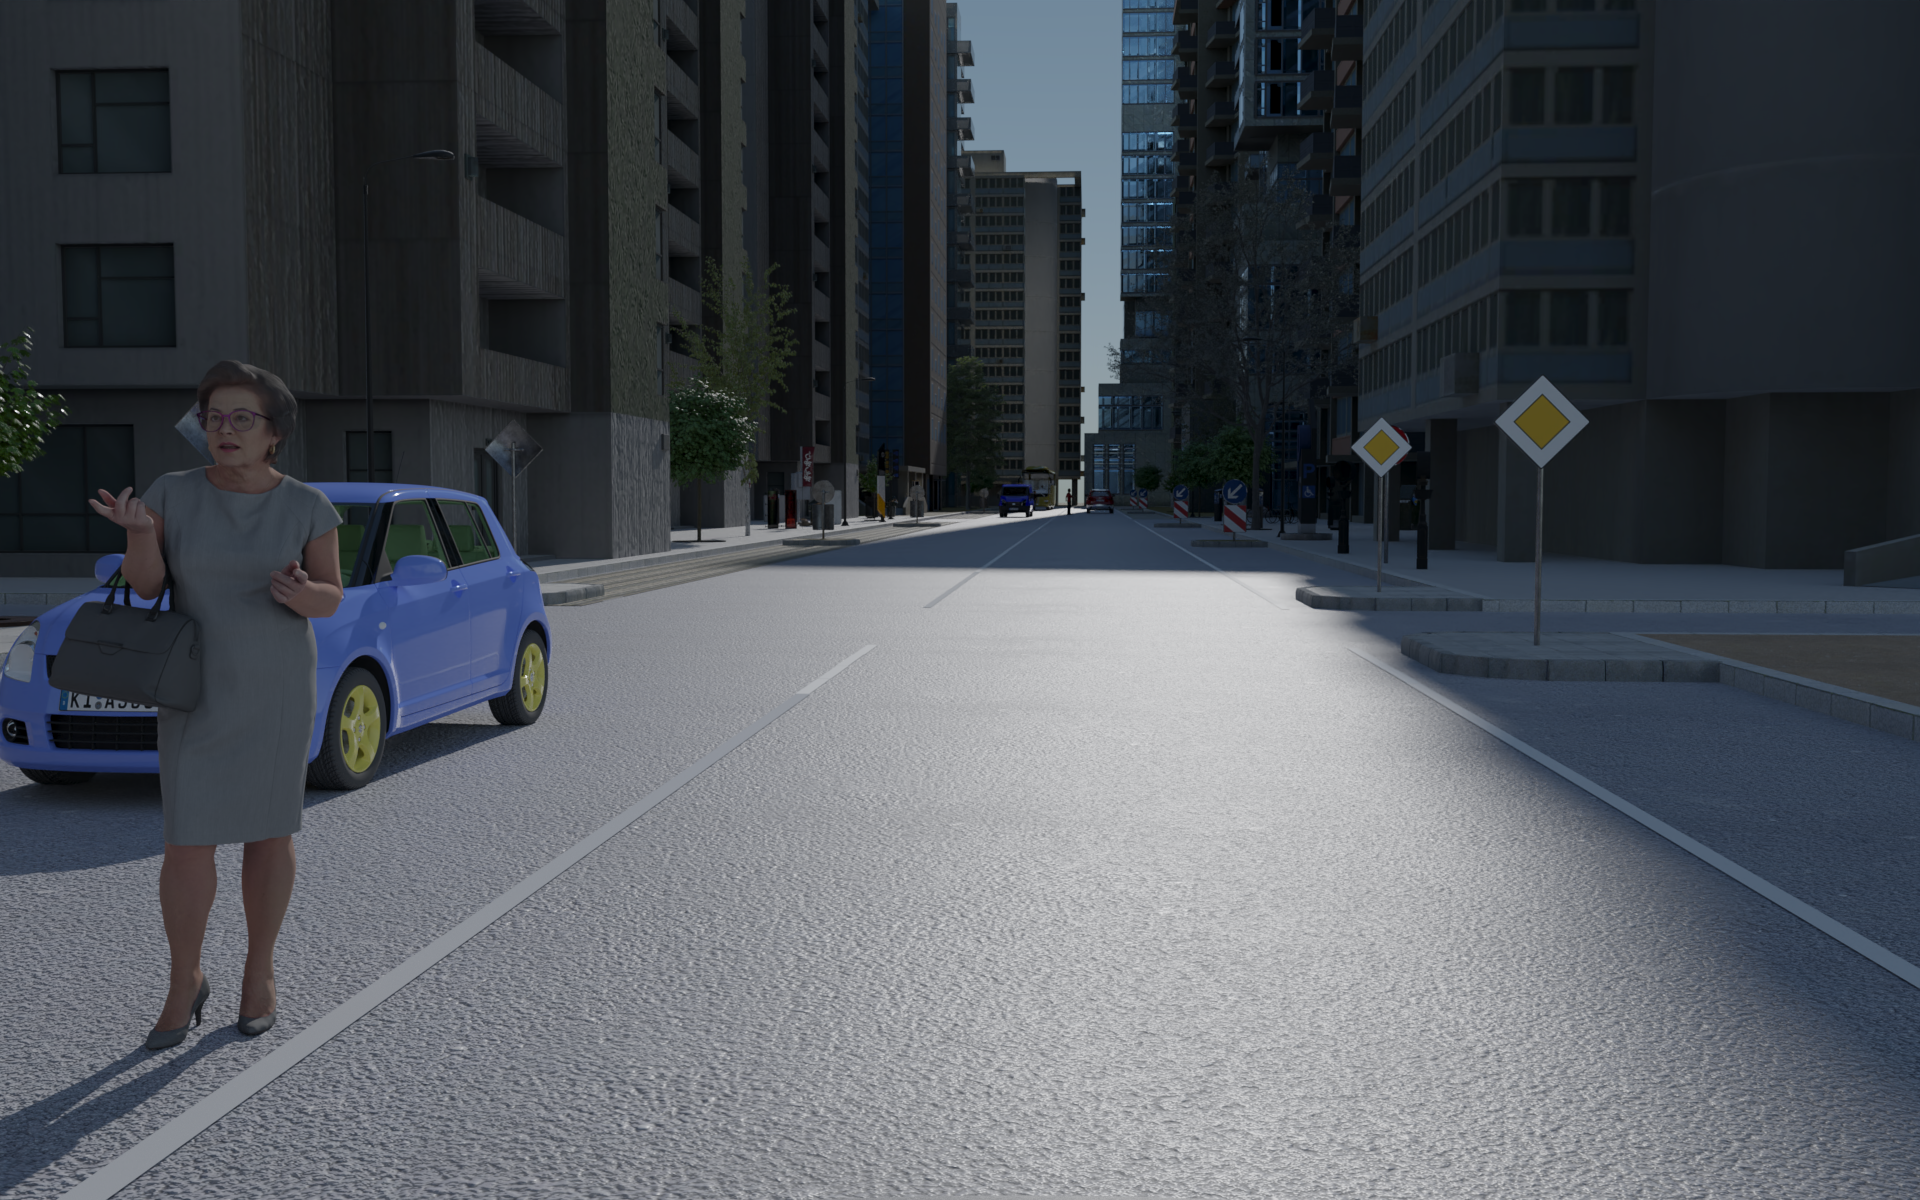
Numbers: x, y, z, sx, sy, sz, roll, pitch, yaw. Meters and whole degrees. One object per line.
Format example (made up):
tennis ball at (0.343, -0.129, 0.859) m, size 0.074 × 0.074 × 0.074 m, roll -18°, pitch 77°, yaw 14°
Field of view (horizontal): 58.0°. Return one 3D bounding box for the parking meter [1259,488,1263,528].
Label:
parking meter at (11.173, -3.457, 64.926) m, size 0.372 × 1.533 × 0.369 m, roll 0°, pitch 3°, yaw 0°

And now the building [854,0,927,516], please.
building at (-18.815, -25.652, 111.293) m, size 32.217 × 40.220 × 23.993 m, roll 0°, pitch 4°, yaw 4°

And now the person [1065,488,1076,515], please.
person at (7.502, -6.732, 118.502) m, size 0.705 × 1.831 × 1.348 m, roll -2°, pitch 4°, yaw -24°

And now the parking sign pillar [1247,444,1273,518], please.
parking sign pillar at (16.305, -6.466, 94.193) m, size 1.447 × 3.967 × 1.447 m, roll 2°, pitch 4°, yaw 24°

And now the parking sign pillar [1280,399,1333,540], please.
parking sign pillar at (9.719, -3.670, 48.470) m, size 1.447 × 3.967 × 1.447 m, roll 0°, pitch 4°, yaw 7°

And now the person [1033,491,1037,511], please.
person at (6.425, -8.403, 146.709) m, size 0.721 × 1.723 × 1.217 m, roll 0°, pitch 4°, yaw 7°

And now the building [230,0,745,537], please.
building at (-16.033, -17.805, 62.812) m, size 14.160 × 30.474 × 14.107 m, roll 0°, pitch 4°, yaw 4°

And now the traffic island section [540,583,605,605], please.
traffic island section at (-6.059, -0.075, 23.511) m, size 2.009 × 0.180 × 2.903 m, roll 0°, pitch 4°, yaw 4°

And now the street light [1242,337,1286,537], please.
street light at (9.033, -4.818, 51.322) m, size 1.470 × 5.913 × 1.316 m, roll 0°, pitch 4°, yaw 4°

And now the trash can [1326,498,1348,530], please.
trash can at (13.350, -3.040, 61.365) m, size 0.748 × 1.137 × 0.748 m, roll 0°, pitch 3°, yaw 0°

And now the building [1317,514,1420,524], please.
building at (27.717, -26.094, 81.263) m, size 22.147 × 44.769 × 28.867 m, roll 0°, pitch 4°, yaw 4°

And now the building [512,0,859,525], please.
building at (-13.028, -19.291, 87.116) m, size 14.160 × 30.474 × 14.107 m, roll 0°, pitch 4°, yaw 4°

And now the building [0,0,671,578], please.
building at (-14.002, -15.899, 31.654) m, size 14.160 × 30.474 × 14.107 m, roll 0°, pitch 4°, yaw 4°

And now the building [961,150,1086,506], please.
building at (2.296, -30.979, 198.385) m, size 23.993 × 40.220 × 32.217 m, roll 0°, pitch 4°, yaw 4°

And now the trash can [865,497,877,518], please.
trash can at (-4.687, -4.873, 91.326) m, size 0.748 × 1.137 × 0.748 m, roll 0°, pitch 3°, yaw 0°

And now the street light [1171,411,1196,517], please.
street light at (12.521, -7.616, 97.066) m, size 1.470 × 5.913 × 1.316 m, roll 0°, pitch 4°, yaw 4°

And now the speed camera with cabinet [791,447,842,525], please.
speed camera with cabinet at (-6.028, -4.791, 72.669) m, size 2.038 × 3.252 × 0.660 m, roll -1°, pitch 4°, yaw -21°

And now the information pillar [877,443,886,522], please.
information pillar at (-3.576, -5.343, 78.716) m, size 0.183 × 3.616 × 0.504 m, roll 2°, pitch 4°, yaw 34°

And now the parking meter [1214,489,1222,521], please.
parking meter at (12.098, -4.448, 81.129) m, size 0.372 × 1.533 × 0.369 m, roll 0°, pitch 3°, yaw 0°

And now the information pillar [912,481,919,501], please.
information pillar at (-2.412, -5.532, 94.939) m, size 0.304 × 2.012 × 0.304 m, roll -2°, pitch 4°, yaw -23°

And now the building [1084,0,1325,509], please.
building at (29.356, -53.664, 190.076) m, size 31.000 × 86.520 × 22.319 m, roll 0°, pitch 4°, yaw 4°

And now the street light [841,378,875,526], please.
street light at (-4.076, -5.920, 69.338) m, size 1.470 × 5.913 × 1.316 m, roll 0°, pitch 4°, yaw 4°

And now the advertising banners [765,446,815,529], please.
advertising banners at (-6.277, -4.146, 63.973) m, size 2.074 × 3.025 × 0.090 m, roll 1°, pitch 4°, yaw 23°

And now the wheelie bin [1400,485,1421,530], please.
wheelie bin at (15.855, -3.265, 61.291) m, size 0.693 × 1.594 × 0.980 m, roll -3°, pitch 5°, yaw -39°

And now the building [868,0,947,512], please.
building at (-8.468, -29.320, 129.485) m, size 14.600 × 45.320 × 14.200 m, roll 0°, pitch 4°, yaw 4°

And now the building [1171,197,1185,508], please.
building at (27.091, -24.024, 164.497) m, size 14.160 × 30.474 × 14.107 m, roll 0°, pitch 4°, yaw 4°

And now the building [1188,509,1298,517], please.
building at (26.497, -48.800, 110.549) m, size 22.319 × 86.520 × 31.000 m, roll 0°, pitch 4°, yaw 4°

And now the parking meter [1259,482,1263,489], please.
parking meter at (14.138, -4.642, 81.605) m, size 0.255 × 1.863 × 0.399 m, roll 0°, pitch 4°, yaw 2°

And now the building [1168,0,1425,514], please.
building at (28.639, -29.836, 142.440) m, size 22.147 × 44.769 × 28.867 m, roll 0°, pitch 4°, yaw 4°

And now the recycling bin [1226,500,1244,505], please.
recycling bin at (12.725, -4.136, 80.182) m, size 0.722 × 1.027 × 0.722 m, roll 0°, pitch 4°, yaw -3°

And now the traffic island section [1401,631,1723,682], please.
traffic island section at (4.910, 0.464, 14.689) m, size 2.009 × 0.180 × 2.903 m, roll 0°, pitch 4°, yaw 4°

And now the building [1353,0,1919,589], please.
building at (21.814, -21.060, 36.211) m, size 23.993 × 40.220 × 32.217 m, roll 0°, pitch 4°, yaw 4°

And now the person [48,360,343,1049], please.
person at (-1.983, 0.266, 4.513) m, size 0.716 × 1.782 × 0.532 m, roll -1°, pitch 4°, yaw -17°

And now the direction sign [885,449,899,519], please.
direction sign at (-3.494, -5.855, 87.731) m, size 0.876 × 3.537 × 0.379 m, roll 1°, pitch 4°, yaw 23°

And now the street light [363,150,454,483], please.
street light at (-7.527, -3.122, 23.591) m, size 1.470 × 5.913 × 1.316 m, roll 0°, pitch 4°, yaw 4°

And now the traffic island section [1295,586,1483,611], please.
traffic island section at (5.500, -0.023, 22.652) m, size 2.009 × 0.180 × 2.903 m, roll 0°, pitch 4°, yaw 4°

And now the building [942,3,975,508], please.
building at (-14.146, -33.165, 161.849) m, size 30.456 × 49.044 × 23.786 m, roll 0°, pitch 4°, yaw 4°

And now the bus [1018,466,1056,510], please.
bus at (7.009, -9.962, 154.424) m, size 2.896 × 3.916 × 12.252 m, roll 0°, pitch 4°, yaw 6°

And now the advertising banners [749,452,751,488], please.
advertising banners at (-8.968, -4.635, 71.967) m, size 0.090 × 3.025 × 2.074 m, roll 1°, pitch 4°, yaw 10°
